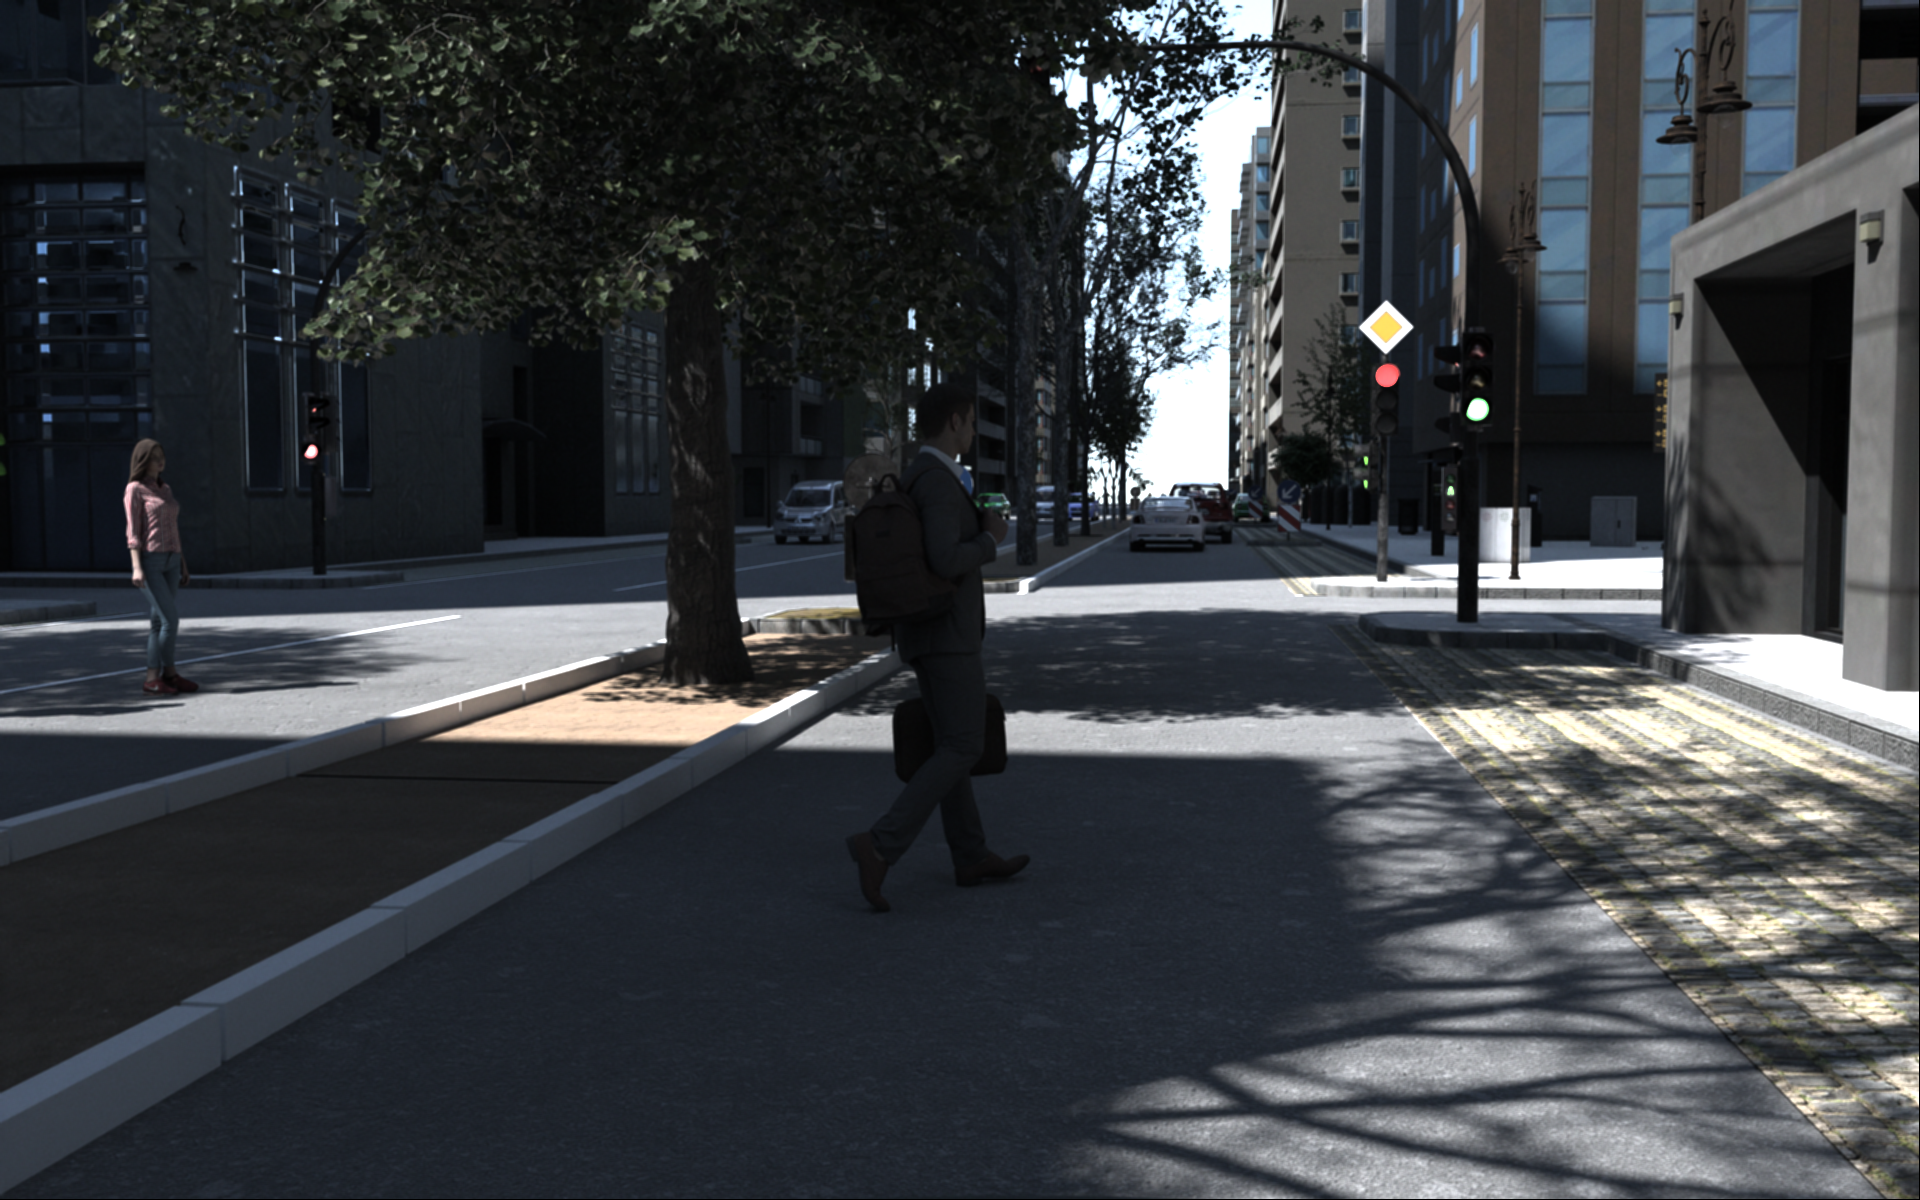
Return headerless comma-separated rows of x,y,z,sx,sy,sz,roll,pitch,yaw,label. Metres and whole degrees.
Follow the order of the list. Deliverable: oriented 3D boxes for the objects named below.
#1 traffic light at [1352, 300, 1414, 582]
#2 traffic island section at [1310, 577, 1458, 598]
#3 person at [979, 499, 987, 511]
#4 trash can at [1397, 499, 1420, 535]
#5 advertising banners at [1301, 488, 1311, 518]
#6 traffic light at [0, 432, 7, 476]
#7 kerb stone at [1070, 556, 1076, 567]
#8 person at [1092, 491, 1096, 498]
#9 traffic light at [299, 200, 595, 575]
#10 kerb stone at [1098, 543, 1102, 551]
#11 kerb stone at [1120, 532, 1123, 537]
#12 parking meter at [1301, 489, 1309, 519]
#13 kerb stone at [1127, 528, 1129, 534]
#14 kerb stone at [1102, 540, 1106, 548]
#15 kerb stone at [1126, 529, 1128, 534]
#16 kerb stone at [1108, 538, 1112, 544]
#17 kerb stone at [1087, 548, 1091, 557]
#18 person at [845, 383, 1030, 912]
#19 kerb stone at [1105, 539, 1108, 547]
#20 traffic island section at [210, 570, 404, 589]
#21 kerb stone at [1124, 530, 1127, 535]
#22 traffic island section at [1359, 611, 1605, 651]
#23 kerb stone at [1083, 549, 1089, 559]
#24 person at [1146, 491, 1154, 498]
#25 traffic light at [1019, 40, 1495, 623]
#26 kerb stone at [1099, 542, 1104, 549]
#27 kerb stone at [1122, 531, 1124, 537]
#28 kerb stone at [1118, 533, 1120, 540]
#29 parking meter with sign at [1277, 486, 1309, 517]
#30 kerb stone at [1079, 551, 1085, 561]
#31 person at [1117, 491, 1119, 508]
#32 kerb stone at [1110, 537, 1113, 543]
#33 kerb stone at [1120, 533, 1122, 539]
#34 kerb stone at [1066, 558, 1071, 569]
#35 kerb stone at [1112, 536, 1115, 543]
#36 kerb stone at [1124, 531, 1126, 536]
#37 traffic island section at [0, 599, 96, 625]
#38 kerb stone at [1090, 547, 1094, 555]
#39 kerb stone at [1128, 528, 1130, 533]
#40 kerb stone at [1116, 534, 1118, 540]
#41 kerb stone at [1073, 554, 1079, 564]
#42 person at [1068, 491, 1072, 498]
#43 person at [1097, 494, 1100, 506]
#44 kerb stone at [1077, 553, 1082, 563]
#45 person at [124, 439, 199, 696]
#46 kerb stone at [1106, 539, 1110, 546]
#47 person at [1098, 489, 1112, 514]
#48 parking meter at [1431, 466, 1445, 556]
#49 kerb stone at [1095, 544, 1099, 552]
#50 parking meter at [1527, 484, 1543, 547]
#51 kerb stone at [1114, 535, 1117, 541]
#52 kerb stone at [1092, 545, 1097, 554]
6.150,-2.219,25.201,0.839,4.253,0.868,0,4,8,traffic light
6.189,-0.185,25.310,2.009,0.180,2.903,0,4,8,traffic island section
1.361,-4.818,92.779,0.738,1.151,1.012,3,4,39,person
14.137,-2.628,54.614,0.748,1.137,0.748,0,3,0,trash can
19.220,-6.022,94.653,2.074,3.025,0.090,3,5,42,advertising banners
-11.244,-1.870,19.495,0.839,4.253,0.868,0,4,8,traffic light
2.114,-0.711,33.812,0.120,0.150,1.000,0,4,8,kerb stone
14.465,-11.058,190.024,1.217,1.735,0.721,-3,4,-37,person
-8.077,-3.210,27.159,4.771,5.953,1.251,0,4,8,traffic light
3.363,-1.271,42.979,0.120,0.150,1.000,0,4,8,kerb stone
5.031,-2.017,55.173,0.120,0.150,1.000,0,4,8,kerb stone
17.577,-4.879,88.185,0.372,1.533,0.369,0,3,0,parking meter
5.722,-2.328,60.255,0.120,0.150,1.000,0,4,8,kerb stone
3.643,-1.395,45.007,0.120,0.150,1.000,0,4,8,kerb stone
5.589,-2.266,59.238,0.120,0.150,1.000,0,4,8,kerb stone
4.060,-1.582,48.063,0.120,0.150,1.000,0,4,8,kerb stone
2.806,-1.023,38.915,0.120,0.150,1.000,0,4,8,kerb stone
-0.098,0.138,6.213,0.822,1.834,0.622,-2,4,-29,person
3.772,-1.457,46.025,0.120,0.150,1.000,0,4,8,kerb stone
-10.200,-0.322,27.547,2.009,0.180,2.903,0,4,8,traffic island section
5.453,-2.195,58.225,0.120,0.150,1.000,0,4,8,kerb stone
5.107,0.299,17.398,2.009,0.180,2.903,0,4,8,traffic island section
2.667,-0.960,37.897,0.120,0.150,1.000,0,4,8,kerb stone
25.526,-13.704,232.501,1.348,1.831,0.705,-2,4,-28,person
2.984,-2.616,17.431,4.771,5.953,1.251,0,4,8,traffic light
3.500,-1.333,43.994,0.120,0.150,1.000,0,4,8,kerb stone
5.171,-2.079,56.188,0.120,0.150,1.000,0,4,8,kerb stone
4.751,-1.892,53.137,0.120,0.150,1.000,0,4,8,kerb stone
18.571,-6.136,96.582,1.738,3.016,0.543,1,4,10,parking meter with sign
2.523,-0.895,36.869,0.120,0.150,1.000,0,4,8,kerb stone
15.892,-10.099,174.446,0.721,1.723,1.217,0,4,6,person
4.191,-1.644,49.077,0.120,0.150,1.000,0,4,8,kerb stone
4.893,-1.955,54.159,0.120,0.150,1.000,0,4,8,kerb stone
1.967,-0.648,32.801,0.120,0.150,1.000,0,4,8,kerb stone
4.334,-1.706,50.090,0.120,0.150,1.000,0,4,8,kerb stone
5.305,-2.134,57.214,0.120,0.150,1.000,0,4,8,kerb stone
-11.282,0.162,19.635,2.009,0.180,2.903,0,4,8,traffic island section
2.938,-1.085,39.929,0.120,0.150,1.000,0,4,8,kerb stone
5.858,-2.390,61.268,0.120,0.150,1.000,0,4,8,kerb stone
4.608,-1.826,52.118,0.120,0.150,1.000,0,4,8,kerb stone
2.246,-0.772,34.831,0.120,0.150,1.000,0,4,8,kerb stone
11.256,-10.279,177.224,0.621,1.740,0.551,1,4,11,person
13.211,-9.402,165.477,0.557,1.426,1.065,1,4,10,person
2.386,-0.835,35.852,0.120,0.150,1.000,0,4,8,kerb stone
-5.708,-0.232,12.309,0.388,1.821,0.555,0,4,1,person
3.914,-1.518,47.037,0.120,0.150,1.000,0,4,8,kerb stone
10.316,-6.973,122.513,1.348,1.823,0.705,-2,4,-27,person
9.972,-1.859,36.110,0.255,1.863,0.399,1,4,14,parking meter
3.225,-1.209,41.966,0.120,0.150,1.000,0,4,8,kerb stone
13.944,-2.057,42.039,0.372,1.533,0.369,0,3,0,parking meter
4.475,-1.768,51.103,0.120,0.150,1.000,0,4,8,kerb stone
3.087,-1.147,40.954,0.120,0.150,1.000,0,4,8,kerb stone
